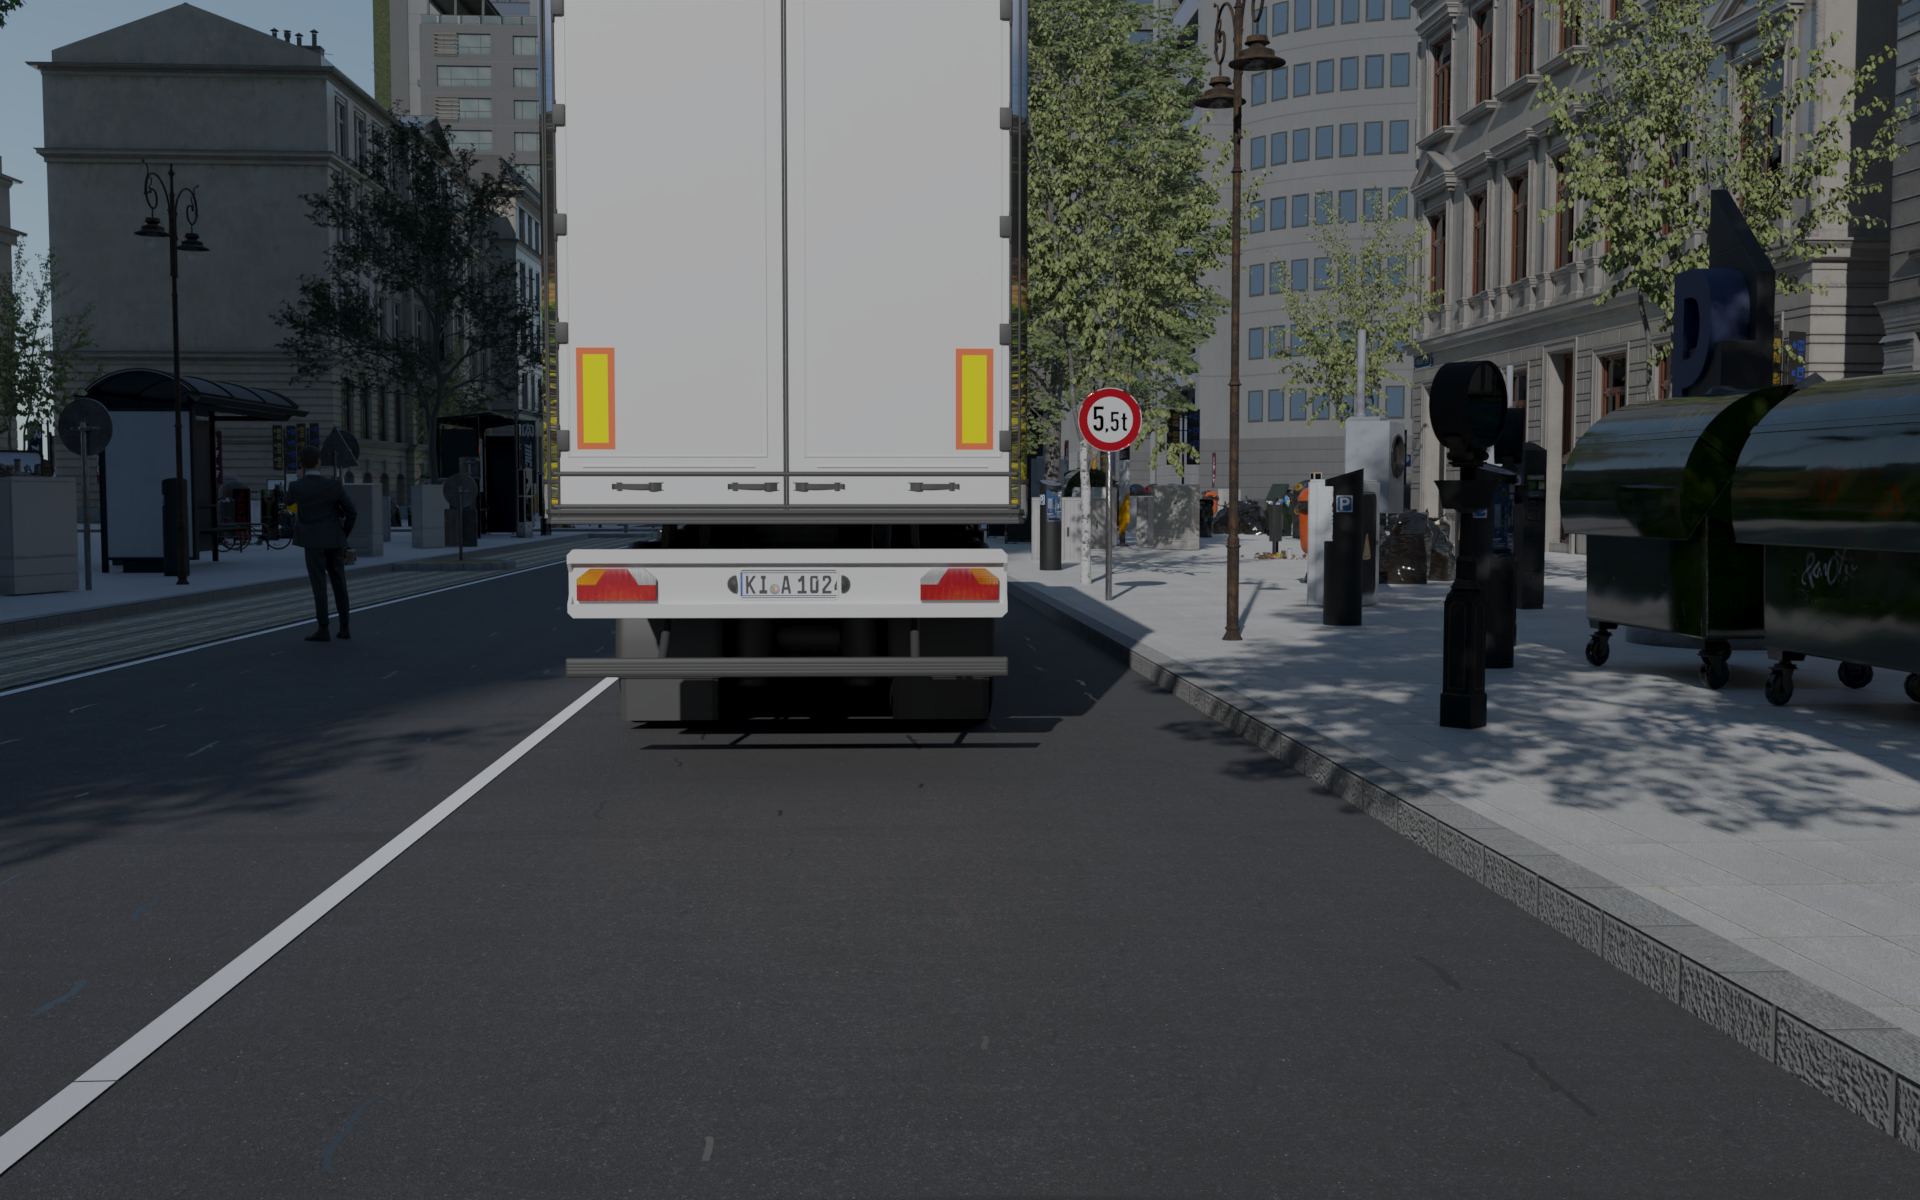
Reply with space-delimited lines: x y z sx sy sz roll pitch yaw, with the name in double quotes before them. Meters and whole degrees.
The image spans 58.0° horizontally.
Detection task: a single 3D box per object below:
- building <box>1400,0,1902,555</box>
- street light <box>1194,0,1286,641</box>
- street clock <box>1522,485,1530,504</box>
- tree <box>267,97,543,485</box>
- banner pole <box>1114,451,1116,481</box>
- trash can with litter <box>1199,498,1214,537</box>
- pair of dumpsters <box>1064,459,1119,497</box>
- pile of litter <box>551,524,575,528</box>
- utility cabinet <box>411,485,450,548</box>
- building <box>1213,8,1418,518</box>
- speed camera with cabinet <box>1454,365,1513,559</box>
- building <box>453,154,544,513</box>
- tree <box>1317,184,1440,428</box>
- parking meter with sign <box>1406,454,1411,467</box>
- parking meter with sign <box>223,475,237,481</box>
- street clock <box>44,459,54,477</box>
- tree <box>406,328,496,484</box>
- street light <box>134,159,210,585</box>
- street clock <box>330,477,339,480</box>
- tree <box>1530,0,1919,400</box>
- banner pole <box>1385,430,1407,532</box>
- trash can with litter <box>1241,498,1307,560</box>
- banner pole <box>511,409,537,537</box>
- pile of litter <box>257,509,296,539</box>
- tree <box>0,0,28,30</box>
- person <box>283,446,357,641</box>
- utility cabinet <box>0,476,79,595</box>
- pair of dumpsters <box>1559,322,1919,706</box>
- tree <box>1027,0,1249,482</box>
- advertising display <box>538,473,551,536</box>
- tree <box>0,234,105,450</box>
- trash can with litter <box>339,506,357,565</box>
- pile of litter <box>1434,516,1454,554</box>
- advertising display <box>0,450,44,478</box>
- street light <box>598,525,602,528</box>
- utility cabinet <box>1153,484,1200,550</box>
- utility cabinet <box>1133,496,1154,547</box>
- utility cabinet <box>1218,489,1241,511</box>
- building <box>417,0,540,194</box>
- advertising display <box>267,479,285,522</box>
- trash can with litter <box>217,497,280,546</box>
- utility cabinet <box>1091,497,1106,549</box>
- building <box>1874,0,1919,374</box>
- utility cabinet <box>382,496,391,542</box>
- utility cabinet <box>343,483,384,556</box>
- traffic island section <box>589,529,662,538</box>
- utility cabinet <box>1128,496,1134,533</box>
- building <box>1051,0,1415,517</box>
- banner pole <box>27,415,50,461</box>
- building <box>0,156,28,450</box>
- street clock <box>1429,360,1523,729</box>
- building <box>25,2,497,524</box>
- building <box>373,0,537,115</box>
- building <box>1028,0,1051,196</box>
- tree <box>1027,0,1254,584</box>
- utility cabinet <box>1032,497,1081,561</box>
"building" 17.986 -12.305 37.348 11.583 22.565 21.152 0 4 -4
"street light" 2.394 -2.585 15.046 0.468 5.910 1.993 0 4 -4
"street clock" 4.611 -0.613 14.599 0.358 2.002 0.471 1 4 19
"tree" -13.072 -6.576 41.931 8.767 10.594 7.601 3 5 40
"banner pole" 6.814 -5.407 78.417 0.863 3.779 0.401 -1 4 -20
"trash can with litter" 7.199 -2.441 51.297 0.624 1.170 1.055 0 4 5
"pair of dumpsters" 3.447 -2.839 48.916 1.574 2.255 4.437 0 4 -3
"pile of litter" -15.179 -3.161 65.643 1.176 0.858 1.719 -1 4 -12
"utility cabinet" -12.605 -1.990 41.218 0.318 1.500 1.173 1 4 15
"building" 25.274 -33.383 87.818 28.212 58.520 21.231 0 4 -4
"speed camera with cabinet" 8.330 -2.024 27.435 0.660 3.252 2.038 0 4 5
"building" -36.343 -17.786 124.086 16.112 22.955 30.059 0 4 -4
"tree" 9.290 -5.518 40.586 4.737 8.622 4.395 0 3 0
"parking meter with sign" 19.517 -4.932 76.896 0.543 3.016 1.738 0 4 1
"parking meter with sign" -29.775 -4.535 70.412 1.738 3.016 0.543 -1 4 -12
"street clock" -18.904 -1.900 35.630 0.358 2.002 0.471 2 4 32
"tree" -22.879 -7.767 77.355 4.737 8.622 4.395 0 3 0
"street light" -11.024 -3.156 24.382 0.468 5.910 1.993 0 4 -4
"street clock" -25.897 -4.114 71.831 0.358 2.002 0.471 2 4 33
"tree" 8.573 -4.295 20.579 4.737 8.622 4.395 0 3 0
"banner pole" 14.847 -4.229 59.160 0.863 3.779 0.401 0 4 5
"trash can with litter" 6.494 -1.450 34.767 1.678 1.210 2.233 1 4 18
"banner pole" -12.960 -3.758 51.457 0.863 3.779 0.401 -3 4 -38
"pile of litter" -19.370 -2.205 50.024 1.719 0.858 1.176 1 4 13
"tree" -10.859 -5.338 13.030 9.928 11.665 9.643 0 3 0
"person" -6.280 -0.557 16.976 0.648 1.900 0.474 -3 5 -43
"utility cabinet" -11.894 -0.832 22.274 0.318 1.500 1.173 1 4 11
"pair of dumpsters" 5.434 -0.515 10.913 1.574 2.255 4.437 0 4 -4
"tree" 2.275 -7.176 35.459 7.486 12.596 7.792 0 3 0
"advertising display" -12.834 -2.962 53.635 0.123 1.923 0.974 0 4 5
"tree" -27.005 -6.091 49.950 4.737 8.622 4.395 0 3 0
"trash can with litter" -11.253 -1.200 31.014 0.624 1.170 1.055 0 4 2
"pile of litter" 9.483 -1.199 33.566 1.176 0.858 1.719 0 4 2
"advertising display" -13.827 -1.221 25.180 0.123 1.923 0.974 3 5 40
"street light" -13.676 -5.678 65.615 0.468 5.910 1.993 0 4 -4
"utility cabinet" 4.947 -1.896 39.673 0.318 1.500 1.173 -3 4 -39
"utility cabinet" 4.586 -1.937 42.831 0.306 1.237 1.020 1 4 16
"utility cabinet" 11.617 -4.035 74.655 1.173 1.500 0.318 -3 5 -42
"building" -36.535 -28.262 145.679 14.154 41.232 14.086 0 4 -4
"advertising display" -29.017 -4.194 73.786 0.974 1.923 0.123 0 4 0
"trash can with litter" -18.134 -1.976 43.359 2.233 1.210 1.678 1 4 18
"utility cabinet" 2.978 -1.796 40.526 1.020 1.237 0.306 -3 5 -43
"building" 18.936 -10.252 16.779 9.793 20.994 18.267 0 4 -4
"utility cabinet" -15.847 -2.164 46.535 1.020 1.237 0.306 -1 4 -10
"utility cabinet" -12.365 -1.637 35.451 1.173 1.500 0.318 2 4 27
"traffic island section" -11.115 -2.155 57.514 2.009 0.180 2.903 0 4 -4
"utility cabinet" 5.994 -2.797 56.894 1.020 1.237 0.306 3 5 44
"building" 16.986 -35.508 122.560 21.231 58.520 28.212 0 4 -4
"banner pole" -28.528 -3.901 53.799 0.401 3.779 0.863 3 5 40
"building" -57.975 -14.513 79.089 24.055 21.916 13.314 0 4 -4
"street clock" 2.778 -0.302 9.501 0.358 2.002 0.471 3 5 44
"building" -33.430 -16.655 91.391 14.460 24.649 34.723 0 4 -4
"building" -41.973 -38.162 165.956 21.231 58.520 28.212 0 4 -4
"building" 14.555 -33.152 165.737 21.300 48.544 21.600 0 4 -4
"tree" 1.893 -4.518 24.233 4.737 8.622 4.395 0 3 0
"utility cabinet" 1.897 -1.365 33.477 1.020 1.237 0.306 0 4 3
